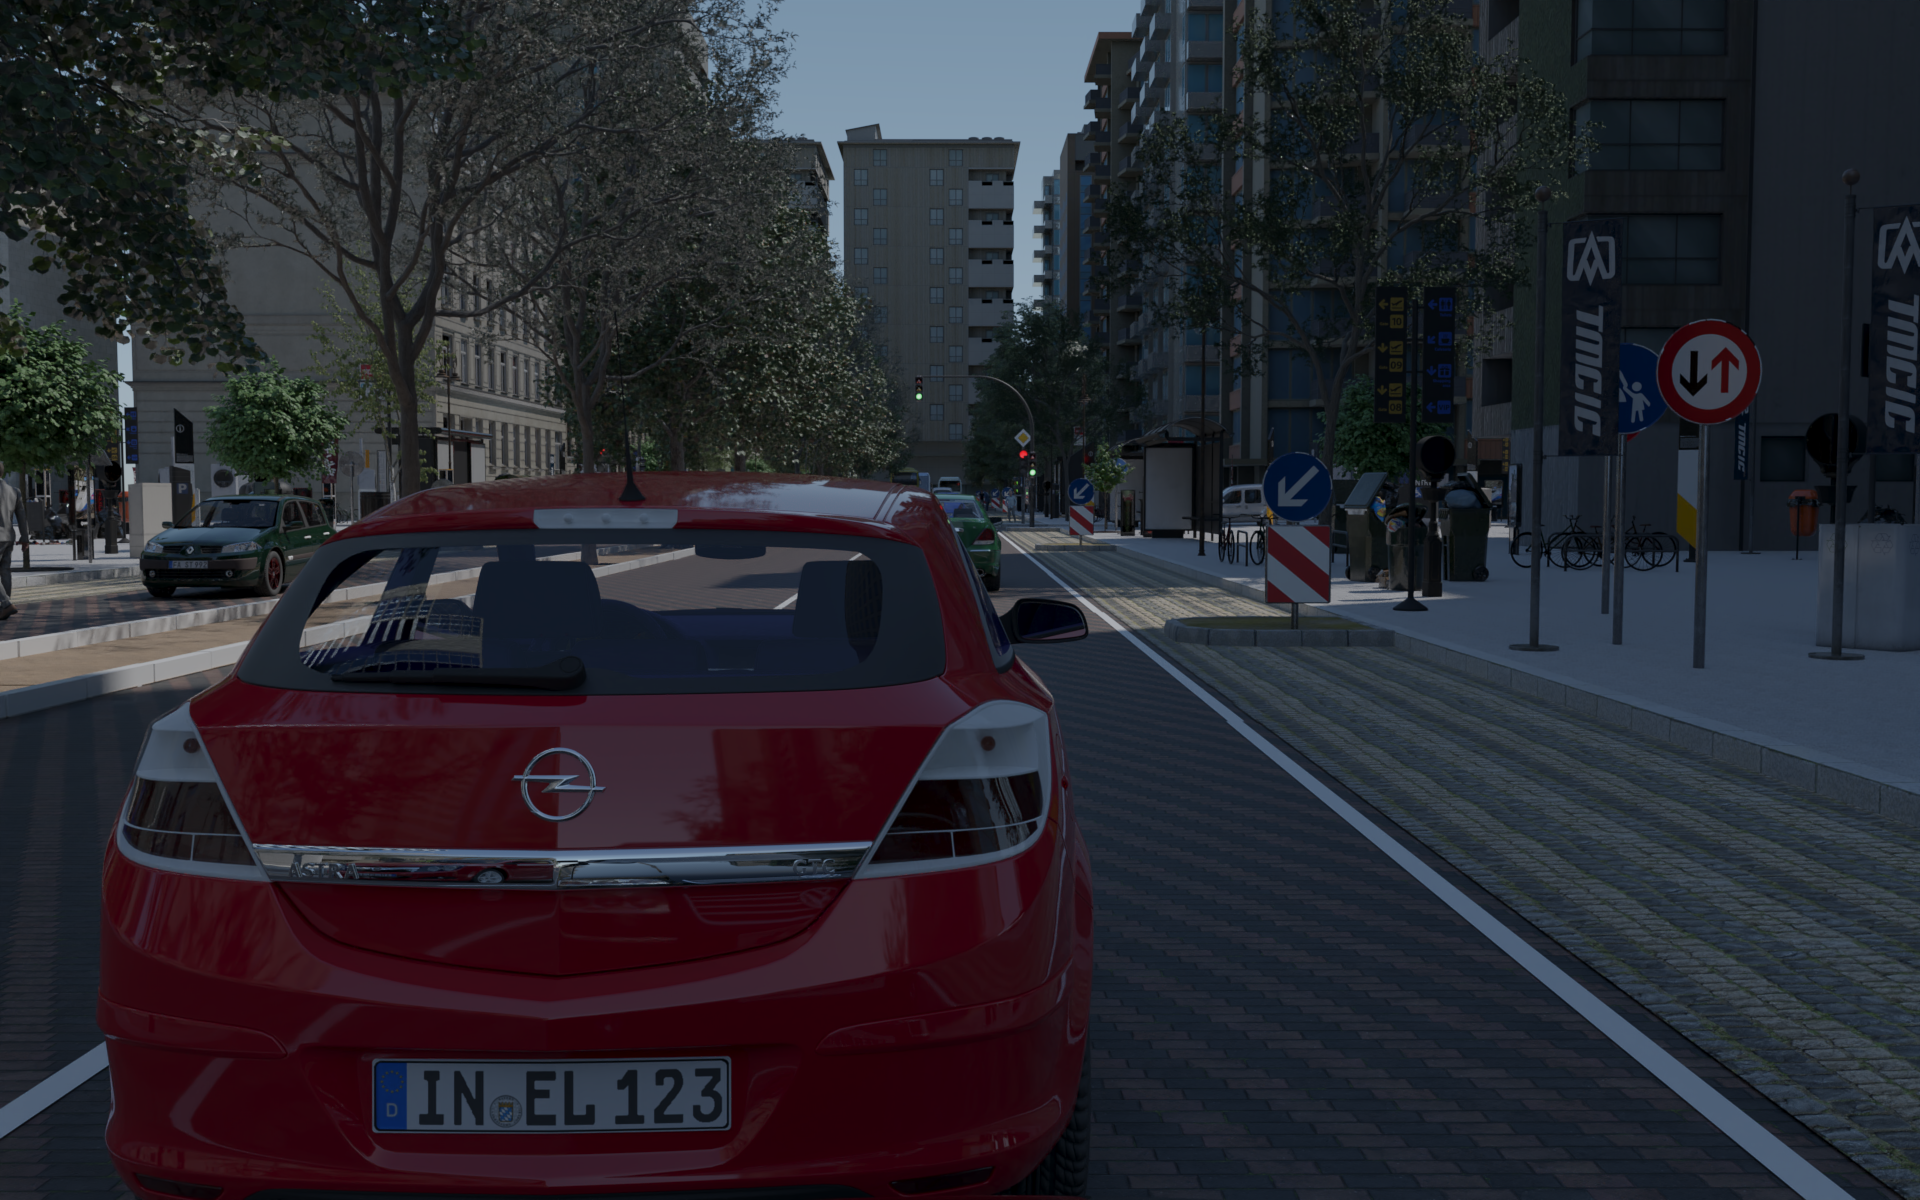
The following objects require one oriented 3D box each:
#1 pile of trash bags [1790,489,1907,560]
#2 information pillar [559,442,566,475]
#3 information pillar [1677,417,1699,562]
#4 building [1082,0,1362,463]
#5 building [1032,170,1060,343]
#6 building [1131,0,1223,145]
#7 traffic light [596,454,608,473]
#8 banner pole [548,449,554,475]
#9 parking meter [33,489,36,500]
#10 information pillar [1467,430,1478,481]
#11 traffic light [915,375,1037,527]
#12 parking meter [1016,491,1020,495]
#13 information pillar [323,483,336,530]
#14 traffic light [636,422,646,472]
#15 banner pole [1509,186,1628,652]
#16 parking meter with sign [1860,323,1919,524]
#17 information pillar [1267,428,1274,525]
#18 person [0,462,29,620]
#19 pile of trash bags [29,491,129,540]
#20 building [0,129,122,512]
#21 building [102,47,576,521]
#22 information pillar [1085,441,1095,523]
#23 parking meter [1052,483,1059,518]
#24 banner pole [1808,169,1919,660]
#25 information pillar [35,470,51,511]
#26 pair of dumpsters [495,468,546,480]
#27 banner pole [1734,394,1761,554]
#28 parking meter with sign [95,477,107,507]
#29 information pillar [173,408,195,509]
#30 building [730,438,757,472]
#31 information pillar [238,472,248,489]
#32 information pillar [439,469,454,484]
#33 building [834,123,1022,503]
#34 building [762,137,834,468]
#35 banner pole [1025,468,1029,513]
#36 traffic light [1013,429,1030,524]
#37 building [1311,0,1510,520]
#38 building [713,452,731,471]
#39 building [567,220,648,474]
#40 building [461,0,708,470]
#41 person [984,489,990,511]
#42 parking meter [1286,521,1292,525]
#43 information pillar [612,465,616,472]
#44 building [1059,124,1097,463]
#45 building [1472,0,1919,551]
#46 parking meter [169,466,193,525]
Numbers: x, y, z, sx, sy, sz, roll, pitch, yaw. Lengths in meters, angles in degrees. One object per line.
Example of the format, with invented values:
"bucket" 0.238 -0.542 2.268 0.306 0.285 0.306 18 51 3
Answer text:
"pile of trash bags" 17.448 -1.414 32.879 1.912 1.369 3.447 -3 5 -41
"information pillar" -17.966 -5.322 78.371 0.183 3.616 0.504 1 4 10
"information pillar" 13.753 -2.518 32.519 0.504 3.616 0.183 3 5 44
"building" 23.135 -31.174 164.318 22.147 44.769 28.867 0 4 0
"building" 25.733 -38.696 252.285 30.456 49.044 23.786 0 4 0
"building" 25.131 -31.460 133.978 23.786 49.044 30.456 0 4 0
"traffic light" -13.715 -4.744 66.489 0.839 4.253 0.868 0 4 0
"banner pole" -22.582 -6.462 95.666 0.401 3.779 0.863 1 4 14
"parking meter" -42.773 -4.374 79.920 0.372 1.533 0.369 0 3 0
"information pillar" 18.655 -4.390 63.133 0.183 3.616 0.504 -2 4 -24
"traffic light" 0.654 -5.613 66.442 4.771 5.953 1.251 0 4 0
"parking meter" 4.553 -7.821 136.283 0.372 1.533 0.369 0 3 0
"information pillar" -20.694 -3.201 56.828 0.304 2.012 0.304 0 4 3
"traffic light" -11.668 -6.107 74.520 4.771 5.953 1.251 0 4 0
"banner pole" 4.934 -1.471 14.060 0.863 3.779 0.401 2 4 31
"parking meter with sign" 9.947 -1.282 17.230 0.543 3.016 1.738 -3 5 -41
"information pillar" 11.015 -4.288 61.469 0.183 3.616 0.504 2 4 27
"person" -11.071 -0.688 19.868 0.853 1.813 0.709 1 4 20
"pile of trash bags" -24.969 -2.459 49.962 1.912 1.369 3.447 1 4 12
"building" -52.923 -14.161 86.286 16.860 20.320 10.420 0 4 0
"building" -32.456 -16.120 96.849 16.112 22.955 30.059 0 4 0
"information pillar" 5.762 -5.245 77.105 0.504 3.616 0.183 2 4 27
"parking meter" 5.061 -5.253 91.599 0.255 1.863 0.399 -2 4 -25
"banner pole" 7.051 -1.425 13.312 0.863 3.779 0.401 2 4 32
"information pillar" -26.931 -2.837 50.882 0.304 2.012 0.304 0 4 -1
"pair of dumpsters" -16.126 -3.744 63.708 1.574 2.255 4.437 0 4 0
"banner pole" 16.893 -2.887 37.216 0.401 3.779 0.863 -1 4 -13
"parking meter with sign" -73.467 -9.279 147.964 0.543 3.016 1.738 -3 5 -40
"information pillar" -21.117 -3.412 47.141 0.504 3.616 0.183 -3 4 -38
"building" -39.148 -21.996 204.672 28.899 21.520 27.650 0 4 0
"information pillar" -31.244 -5.156 75.653 0.504 3.616 0.183 -2 4 -25
"information pillar" -15.168 -2.855 51.170 0.304 2.012 0.304 2 4 24
"building" -3.301 -40.693 254.561 27.495 52.752 28.713 0 4 0
"building" -30.797 -40.699 254.666 27.495 52.752 28.713 0 4 0
"banner pole" 4.554 -7.766 116.997 0.401 3.779 0.863 -2 4 -23
"traffic light" 2.702 -5.239 74.580 0.839 4.253 0.868 0 4 0
"building" 27.243 -26.861 93.796 28.867 44.769 22.147 0 4 0
"building" -31.477 -30.233 177.904 14.154 41.232 14.086 0 4 0
"building" -31.378 -19.034 130.295 14.460 24.649 34.723 0 4 0
"building" -35.191 -32.792 159.851 21.300 48.544 21.600 0 4 0
"person" 2.095 -7.629 133.409 0.419 1.800 0.721 2 4 28
"parking meter" 10.255 -2.752 53.412 0.372 1.533 0.369 0 3 0
"information pillar" -18.852 -6.289 94.179 0.183 3.616 0.504 1 4 23
"building" 19.405 -34.265 210.347 14.600 45.320 14.200 0 4 0
"building" 20.884 -16.715 44.992 14.160 30.474 14.107 0 4 0
"parking meter" -16.157 -1.850 35.954 0.399 1.863 0.255 -3 5 -41
